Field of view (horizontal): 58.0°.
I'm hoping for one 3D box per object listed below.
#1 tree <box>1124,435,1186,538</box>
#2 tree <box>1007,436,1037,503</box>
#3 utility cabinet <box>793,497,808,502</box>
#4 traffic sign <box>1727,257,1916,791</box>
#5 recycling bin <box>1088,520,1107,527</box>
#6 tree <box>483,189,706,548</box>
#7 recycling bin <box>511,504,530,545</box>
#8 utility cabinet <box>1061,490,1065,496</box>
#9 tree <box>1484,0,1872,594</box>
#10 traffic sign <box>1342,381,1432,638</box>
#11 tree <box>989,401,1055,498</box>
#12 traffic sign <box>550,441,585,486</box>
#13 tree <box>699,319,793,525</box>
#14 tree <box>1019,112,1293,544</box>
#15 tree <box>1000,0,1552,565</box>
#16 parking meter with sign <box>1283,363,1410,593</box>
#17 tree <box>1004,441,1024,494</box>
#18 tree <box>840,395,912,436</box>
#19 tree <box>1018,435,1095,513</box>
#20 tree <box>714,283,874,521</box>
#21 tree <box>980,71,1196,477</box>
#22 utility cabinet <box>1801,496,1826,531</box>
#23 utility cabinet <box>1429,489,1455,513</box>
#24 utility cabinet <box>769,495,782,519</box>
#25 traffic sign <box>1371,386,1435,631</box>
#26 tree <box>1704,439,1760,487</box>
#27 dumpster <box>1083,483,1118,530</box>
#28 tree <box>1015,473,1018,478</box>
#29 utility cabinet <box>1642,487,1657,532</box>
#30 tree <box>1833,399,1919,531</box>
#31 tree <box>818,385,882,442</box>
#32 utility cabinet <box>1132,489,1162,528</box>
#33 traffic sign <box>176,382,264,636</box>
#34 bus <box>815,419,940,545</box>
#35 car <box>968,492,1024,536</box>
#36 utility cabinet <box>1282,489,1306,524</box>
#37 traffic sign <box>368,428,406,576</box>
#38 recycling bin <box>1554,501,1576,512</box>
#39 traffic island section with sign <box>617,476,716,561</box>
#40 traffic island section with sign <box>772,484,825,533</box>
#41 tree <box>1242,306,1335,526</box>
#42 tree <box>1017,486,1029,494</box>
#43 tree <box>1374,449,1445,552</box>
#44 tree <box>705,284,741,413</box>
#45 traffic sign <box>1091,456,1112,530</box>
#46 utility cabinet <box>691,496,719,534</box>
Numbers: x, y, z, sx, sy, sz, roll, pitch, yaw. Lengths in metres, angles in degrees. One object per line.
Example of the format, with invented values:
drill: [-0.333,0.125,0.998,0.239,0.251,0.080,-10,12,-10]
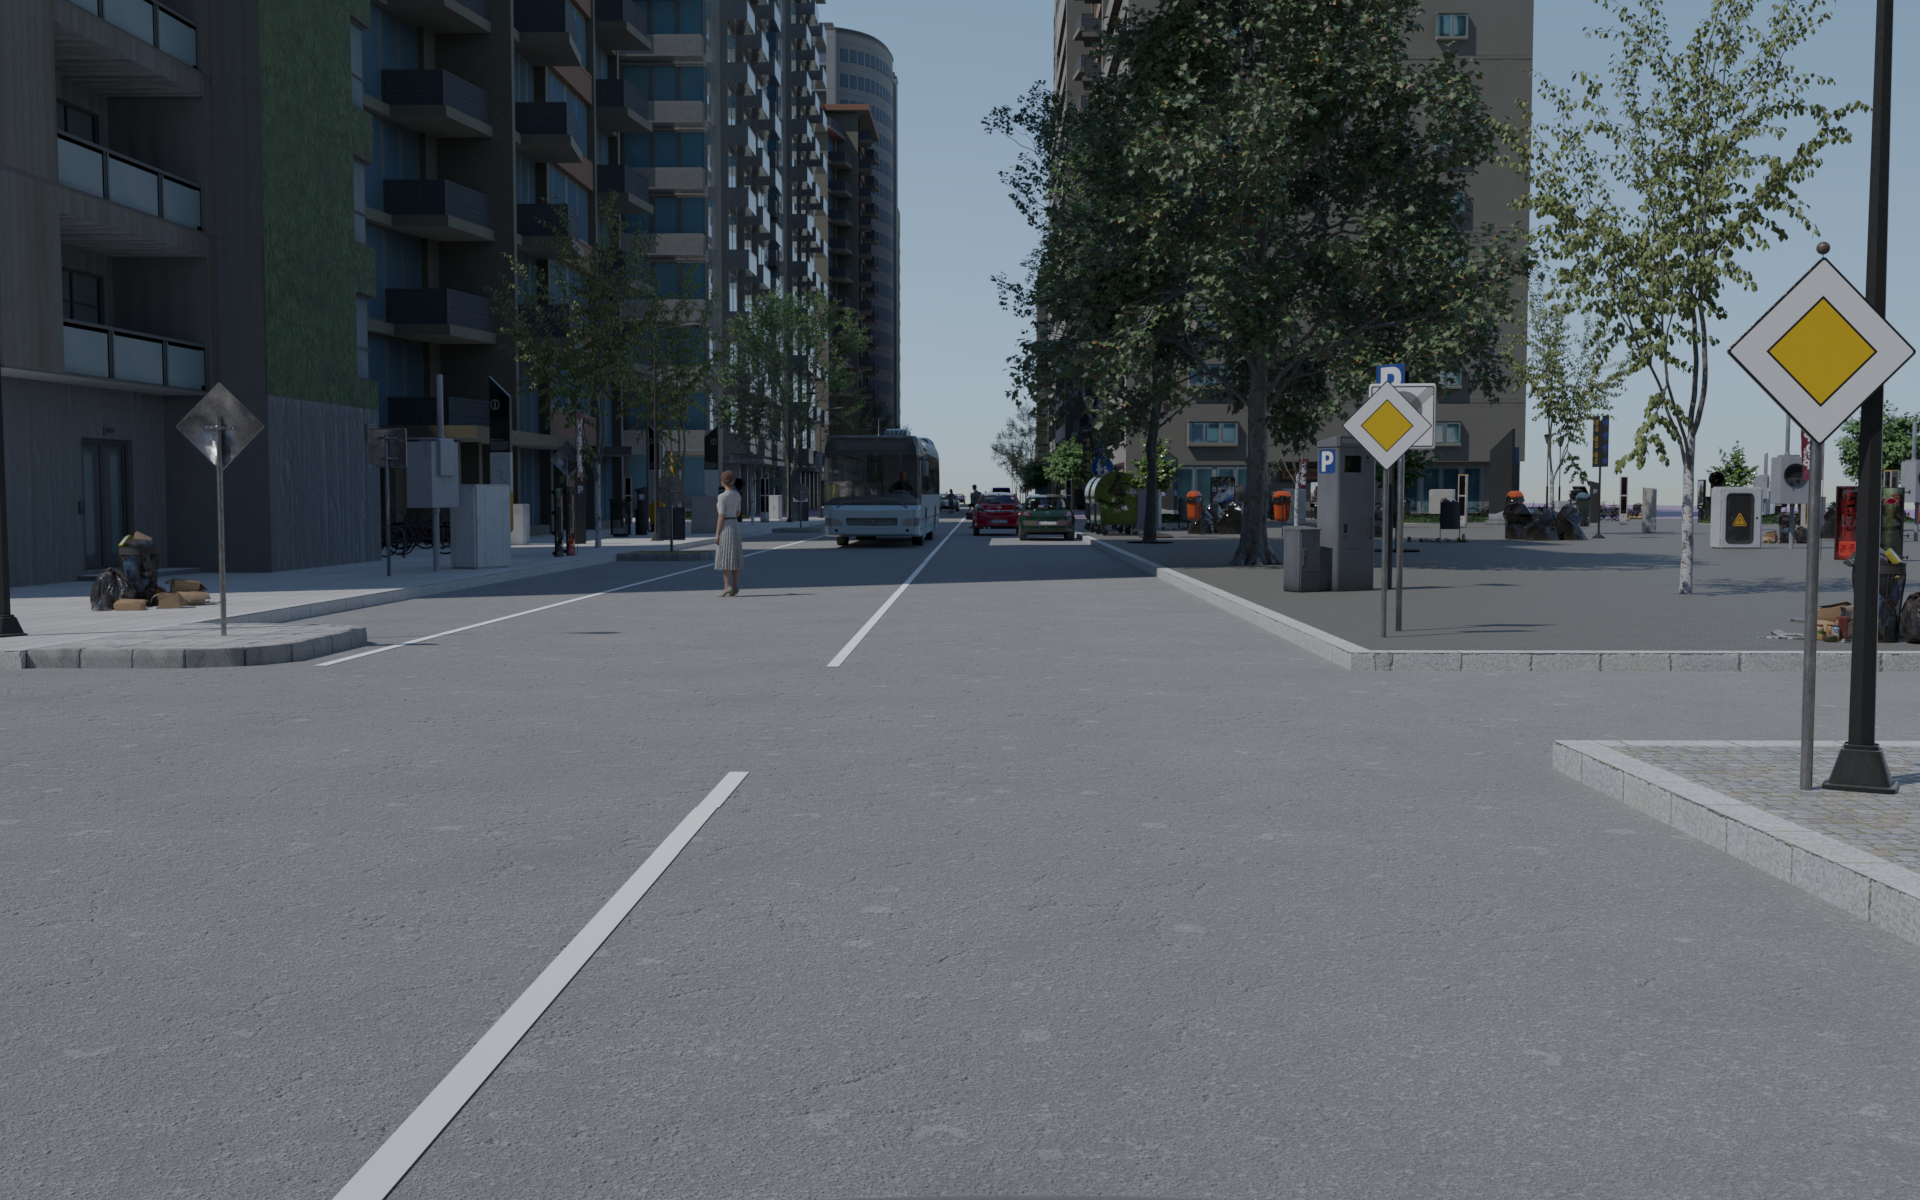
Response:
tree: [5.741,-3.441,50.864,1.663,3.219,1.824,0,3,0]
tree: [7.229,-15.554,204.663,4.737,8.622,4.395,0,3,0]
utility cabinet: [-8.032,-4.653,87.233,0.306,1.237,1.020,-2,4,-35]
traffic sign: [3.667,-0.233,7.449,0.795,2.450,0.064,0,4,1]
recycling bin: [5.451,-3.430,68.632,0.722,1.027,0.722,0,4,-2]
tree: [-8.885,-5.550,41.111,4.737,8.622,4.395,0,3,0]
recycling bin: [-11.241,-1.896,43.553,0.722,1.027,0.722,0,4,-4]
utility cabinet: [5.362,-4.900,88.786,0.318,1.500,1.173,0,4,-3]
tree: [9.116,-4.388,22.106,4.737,8.622,4.395,0,3,0]
traffic sign: [3.786,-0.721,15.433,0.795,2.450,0.064,0,4,1]
tree: [6.585,-14.651,173.951,8.767,10.594,7.601,2,4,27]
traffic sign: [-8.528,-2.229,37.630,0.795,2.450,0.064,1,4,10]
tree: [-8.730,-7.454,72.239,4.360,8.622,3.978,0,3,0]
tree: [5.043,-7.267,44.566,9.928,11.665,9.643,0,3,0]
tree: [5.491,-6.986,31.222,9.611,12.733,9.660,0,3,0]
parking meter with sign: [5.093,-1.632,22.947,1.738,3.016,0.543,-2,4,-29]
tree: [7.763,-17.736,240.345,4.360,8.622,3.978,0,3,0]
tree: [-7.588,-13.905,161.754,8.767,10.594,7.601,-1,4,-10]
tree: [6.302,-6.849,95.701,4.285,4.588,4.351,0,3,0]
tree: [-8.187,-9.697,84.300,9.928,11.665,9.643,0,3,0]
tree: [7.126,-13.444,75.701,12.611,20.169,13.585,0,3,0]
utility cabinet: [29.247,-2.948,59.354,1.020,1.237,0.306,-2,4,-32]
utility cabinet: [23.068,-4.541,82.921,1.173,1.500,0.318,3,4,37]
utility cabinet: [-9.640,-4.794,89.550,1.020,1.237,0.306,3,5,42]
traffic sign: [4.104,-0.857,16.139,0.606,2.300,0.079,0,4,7]
tree: [27.593,-4.089,61.451,1.663,3.219,1.824,0,3,0]
dumpster: [5.068,-3.426,61.768,1.264,1.857,1.865,0,4,1]
tree: [6.538,-10.255,151.381,4.285,4.588,4.351,0,3,0]
utility cabinet: [23.045,-3.008,57.858,0.318,1.500,1.173,2,4,29]
tree: [31.887,-4.659,59.892,4.285,4.588,4.351,0,3,0]
tree: [-7.250,-9.773,110.154,4.360,8.622,3.978,0,3,0]
utility cabinet: [6.996,-3.458,65.209,1.173,1.500,0.318,2,4,30]
traffic sign: [-6.657,-0.732,15.608,0.795,2.450,0.064,0,4,1]
bus: [-2.145,-3.439,51.079,2.948,3.499,13.247,0,4,2]
car: [1.344,-3.168,60.834,2.155,1.783,4.494,0,4,0]
utility cabinet: [14.232,-3.981,73.771,1.173,1.500,0.318,-3,4,-37]
traffic sign: [-8.919,-1.521,26.994,0.606,2.300,0.079,0,4,3]
recycling bin: [22.450,-3.172,64.417,0.722,1.027,0.722,0,4,2]
traffic island section with sign: [-6.354,-1.794,37.954,1.989,1.847,2.006,0,4,1]
traffic island section with sign: [-5.946,-3.442,64.906,1.989,1.847,2.006,0,4,1]
tree: [12.402,-6.939,63.813,4.360,8.622,3.978,0,3,0]
tree: [8.205,-13.498,215.287,1.663,3.219,1.824,0,3,0]
tree: [9.654,-2.689,38.570,1.663,3.219,1.824,0,3,0]
tree: [-8.872,-6.279,53.028,4.737,8.622,4.395,0,3,0]
traffic sign: [4.780,-3.557,58.260,0.768,2.556,0.104,0,4,6]
utility cabinet: [-8.216,-2.763,56.344,1.020,1.237,0.306,0,4,-1]
